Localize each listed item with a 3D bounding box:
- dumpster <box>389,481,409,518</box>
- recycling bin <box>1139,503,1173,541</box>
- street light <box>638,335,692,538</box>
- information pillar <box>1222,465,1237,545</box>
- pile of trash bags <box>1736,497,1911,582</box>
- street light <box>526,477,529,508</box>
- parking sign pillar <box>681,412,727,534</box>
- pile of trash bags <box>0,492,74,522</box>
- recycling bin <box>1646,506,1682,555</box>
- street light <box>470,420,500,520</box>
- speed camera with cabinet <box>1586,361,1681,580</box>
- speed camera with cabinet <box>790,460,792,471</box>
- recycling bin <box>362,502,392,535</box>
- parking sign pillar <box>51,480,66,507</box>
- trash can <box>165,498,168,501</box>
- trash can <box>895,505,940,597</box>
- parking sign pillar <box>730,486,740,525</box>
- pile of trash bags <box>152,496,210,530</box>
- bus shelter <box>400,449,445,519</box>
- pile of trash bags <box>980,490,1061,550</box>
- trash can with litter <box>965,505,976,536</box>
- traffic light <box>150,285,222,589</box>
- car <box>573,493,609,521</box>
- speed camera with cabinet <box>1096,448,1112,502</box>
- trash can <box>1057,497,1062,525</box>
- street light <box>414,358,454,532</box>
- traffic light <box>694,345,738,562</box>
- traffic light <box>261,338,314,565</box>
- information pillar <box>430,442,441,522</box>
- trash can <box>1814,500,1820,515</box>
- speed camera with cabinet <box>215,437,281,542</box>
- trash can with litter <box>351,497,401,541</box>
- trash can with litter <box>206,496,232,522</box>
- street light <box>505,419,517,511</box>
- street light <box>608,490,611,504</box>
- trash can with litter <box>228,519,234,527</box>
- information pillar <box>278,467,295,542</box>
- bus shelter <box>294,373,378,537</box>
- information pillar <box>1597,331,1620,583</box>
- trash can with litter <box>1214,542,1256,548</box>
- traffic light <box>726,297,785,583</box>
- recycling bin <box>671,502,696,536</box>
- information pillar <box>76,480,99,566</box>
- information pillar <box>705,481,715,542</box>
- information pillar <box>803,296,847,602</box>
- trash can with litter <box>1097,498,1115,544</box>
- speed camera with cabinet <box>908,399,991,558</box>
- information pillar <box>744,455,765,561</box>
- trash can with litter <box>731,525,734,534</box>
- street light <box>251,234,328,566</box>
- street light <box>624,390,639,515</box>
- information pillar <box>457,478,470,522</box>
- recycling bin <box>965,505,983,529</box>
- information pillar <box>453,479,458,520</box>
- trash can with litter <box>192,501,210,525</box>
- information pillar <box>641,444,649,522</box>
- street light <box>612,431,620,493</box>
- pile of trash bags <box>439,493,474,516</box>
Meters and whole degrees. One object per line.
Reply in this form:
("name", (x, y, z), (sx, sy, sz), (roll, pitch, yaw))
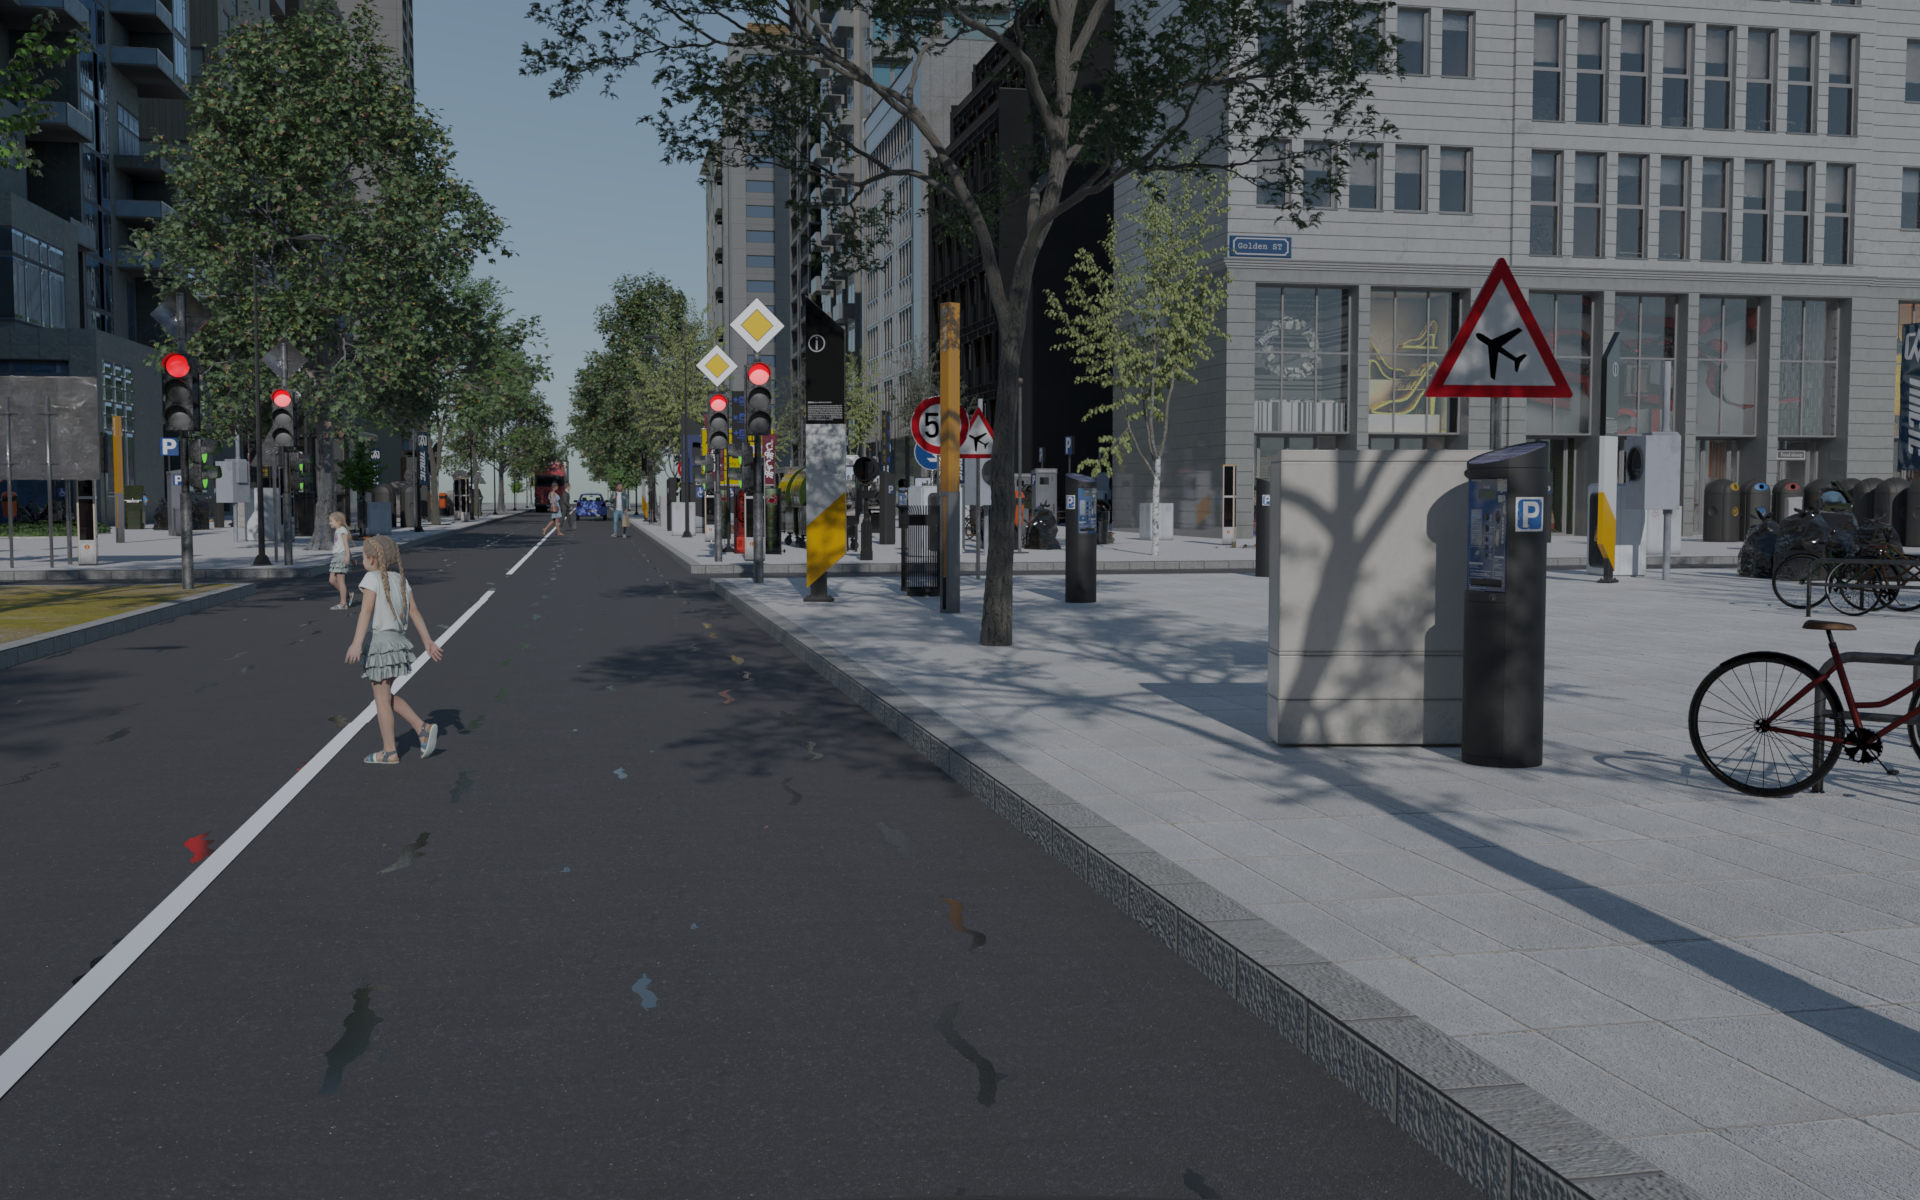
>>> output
("dumpster", (-24.894, -4.366, 77.148), (1.264, 1.857, 1.865), (-1, 4, -12))
("recycling bin", (5.463, -2.179, 48.185), (0.722, 1.027, 0.722), (-1, 4, -21))
("street light", (-8.588, -4.789, 50.848), (1.470, 5.913, 1.316), (-1, 4, -12))
("information pillar", (6.742, -2.374, 43.308), (0.304, 2.012, 0.304), (1, 4, 20))
("pile of trash bags", (13.690, -1.000, 26.099), (3.447, 1.369, 1.912), (0, 4, 7))
("street light", (-33.834, -9.855, 133.664), (1.470, 5.913, 1.316), (-1, 4, -12))
("parking sign pillar", (-8.506, -4.186, 56.910), (1.447, 3.967, 1.447), (0, 4, -7))
("pile of trash bags", (-33.083, -3.179, 61.731), (1.912, 1.369, 3.447), (0, 4, -1))
("recycling bin", (14.961, -1.497, 37.027), (0.722, 1.027, 0.722), (1, 4, 9))
("street light", (-23.472, -6.887, 85.139), (1.470, 5.913, 1.316), (-1, 4, -12))
("speed camera with cabinet", (10.320, -1.972, 26.581), (0.660, 3.252, 2.038), (0, 4, -3))
("speed camera with cabinet", (-9.236, -6.434, 99.525), (0.660, 3.252, 2.038), (-2, 4, -31))
("recycling bin", (-18.297, -2.551, 54.266), (0.722, 1.027, 0.722), (-3, 5, -43))
("parking sign pillar", (-34.137, -4.724, 65.702), (1.447, 3.967, 1.447), (-2, 4, -33))
("trash can", (-25.517, -2.745, 56.539), (0.748, 1.137, 0.748), (0, 3, 0))
("trash can", (-0.445, -0.625, 21.869), (0.748, 1.137, 0.748), (0, 3, 0))
("parking sign pillar", (-9.001, -4.883, 68.304), (1.447, 3.967, 1.447), (0, 4, -4))
("pile of trash bags", (-27.688, -3.168, 61.553), (1.912, 1.369, 3.447), (-2, 4, -25))
("bus shelter", (-27.985, -6.063, 90.418), (1.731, 3.624, 6.357), (-1, 4, -12))
("pile of trash bags", (1.378, -1.925, 41.232), (1.912, 1.369, 3.447), (0, 4, -1))
("trash can with litter", (0.421, -2.589, 53.380), (1.678, 1.210, 2.233), (-1, 4, -18))
("traffic light", (-10.418, -2.103, 23.301), (0.839, 4.253, 0.868), (-1, 4, -12))
("car", (-20.272, -5.238, 95.229), (1.945, 1.707, 3.694), (-1, 4, -12))
("speed camera with cabinet", (5.954, -4.804, 72.880), (0.660, 3.252, 2.038), (1, 4, 14))
("trash can", (3.957, -3.723, 72.530), (0.748, 1.137, 0.748), (0, 3, 0))
("street light", (-17.729, -5.252, 58.419), (1.470, 5.913, 1.316), (-1, 4, -12))
("traffic light", (-4.598, -2.679, 32.722), (0.839, 4.253, 0.868), (-1, 4, -12))
("traffic light", (-12.087, -2.580, 31.111), (0.839, 4.253, 0.868), (-1, 4, -12))
("information pillar", (-23.651, -5.298, 77.971), (0.183, 3.616, 0.504), (1, 4, 21))
("trash can", (21.611, -1.920, 43.040), (0.748, 1.137, 0.748), (0, 3, 0))
("speed camera with cabinet", (-19.125, -3.201, 46.666), (0.660, 3.252, 2.038), (1, 4, 17))
("trash can with litter", (-16.663, -2.281, 48.355), (1.678, 1.210, 2.233), (-2, 4, -31))
("trash can with litter", (-34.723, -4.234, 80.288), (1.678, 1.210, 2.233), (-2, 4, -25))
("street light", (-28.075, -8.194, 106.507), (1.470, 5.913, 1.316), (-1, 4, -12))
("street light", (-24.742, -9.403, 126.276), (1.470, 5.913, 1.316), (-1, 4, -12))
("trash can with litter", (-28.087, -3.454, 67.860), (0.624, 1.170, 1.055), (2, 4, 29))
("information pillar", (-18.111, -2.575, 46.592), (0.304, 2.012, 0.304), (0, 4, -4))
("bus shelter", (-20.619, -4.817, 56.396), (2.179, 5.291, 8.768), (-1, 4, -12))
("information pillar", (9.310, -2.049, 24.856), (0.183, 3.616, 0.504), (3, 5, 41))
("trash can with litter", (7.176, -1.840, 41.135), (2.233, 1.210, 1.678), (1, 4, 14))
("traffic light", (-2.928, -2.201, 24.913), (0.839, 4.253, 0.868), (-1, 4, -12))
("recycling bin", (-8.514, -2.495, 53.344), (0.722, 1.027, 0.722), (-1, 4, -9))
("information pillar", (-15.650, -1.624, 31.041), (0.304, 2.012, 0.304), (-1, 4, -21))
("information pillar", (-6.693, -2.566, 46.439), (0.304, 2.012, 0.304), (0, 4, -8))
("information pillar", (-1.602, -1.785, 20.538), (0.504, 3.616, 0.183), (1, 4, 9))
("trash can with litter", (3.614, -2.032, 44.618), (0.624, 1.170, 1.055), (1, 4, 21))
("speed camera with cabinet", (-0.055, -2.519, 35.521), (2.038, 3.252, 0.660), (-2, 4, -33))
("information pillar", (-3.918, -1.748, 33.070), (0.304, 2.012, 0.304), (1, 4, 19))
("trash can with litter", (-7.687, -2.720, 55.853), (1.055, 1.170, 0.624), (0, 4, -5))
("street light", (-11.999, -3.577, 31.020), (1.470, 5.913, 1.316), (-1, 4, -12))
("street light", (-14.347, -6.442, 77.875), (1.470, 5.913, 1.316), (-1, 4, -12))
("information pillar", (-22.550, -4.551, 78.905), (0.304, 2.012, 0.304), (1, 4, 12))
("recycling bin", (0.531, -3.091, 63.085), (0.722, 1.027, 0.722), (0, 4, -1))
("information pillar", (-24.628, -4.923, 84.975), (0.304, 2.012, 0.304), (0, 4, 7))
("trash can with litter", (-30.279, -3.489, 68.433), (0.624, 1.170, 1.055), (2, 4, 35))
("information pillar", (-14.718, -5.471, 80.813), (0.183, 3.616, 0.504), (-2, 4, -33))
("street light", (-20.232, -8.114, 105.208), (1.470, 5.913, 1.316), (-1, 4, -12))
("pile of trash bags", (-29.612, -5.572, 100.853), (1.912, 1.369, 3.447), (0, 4, 2))
